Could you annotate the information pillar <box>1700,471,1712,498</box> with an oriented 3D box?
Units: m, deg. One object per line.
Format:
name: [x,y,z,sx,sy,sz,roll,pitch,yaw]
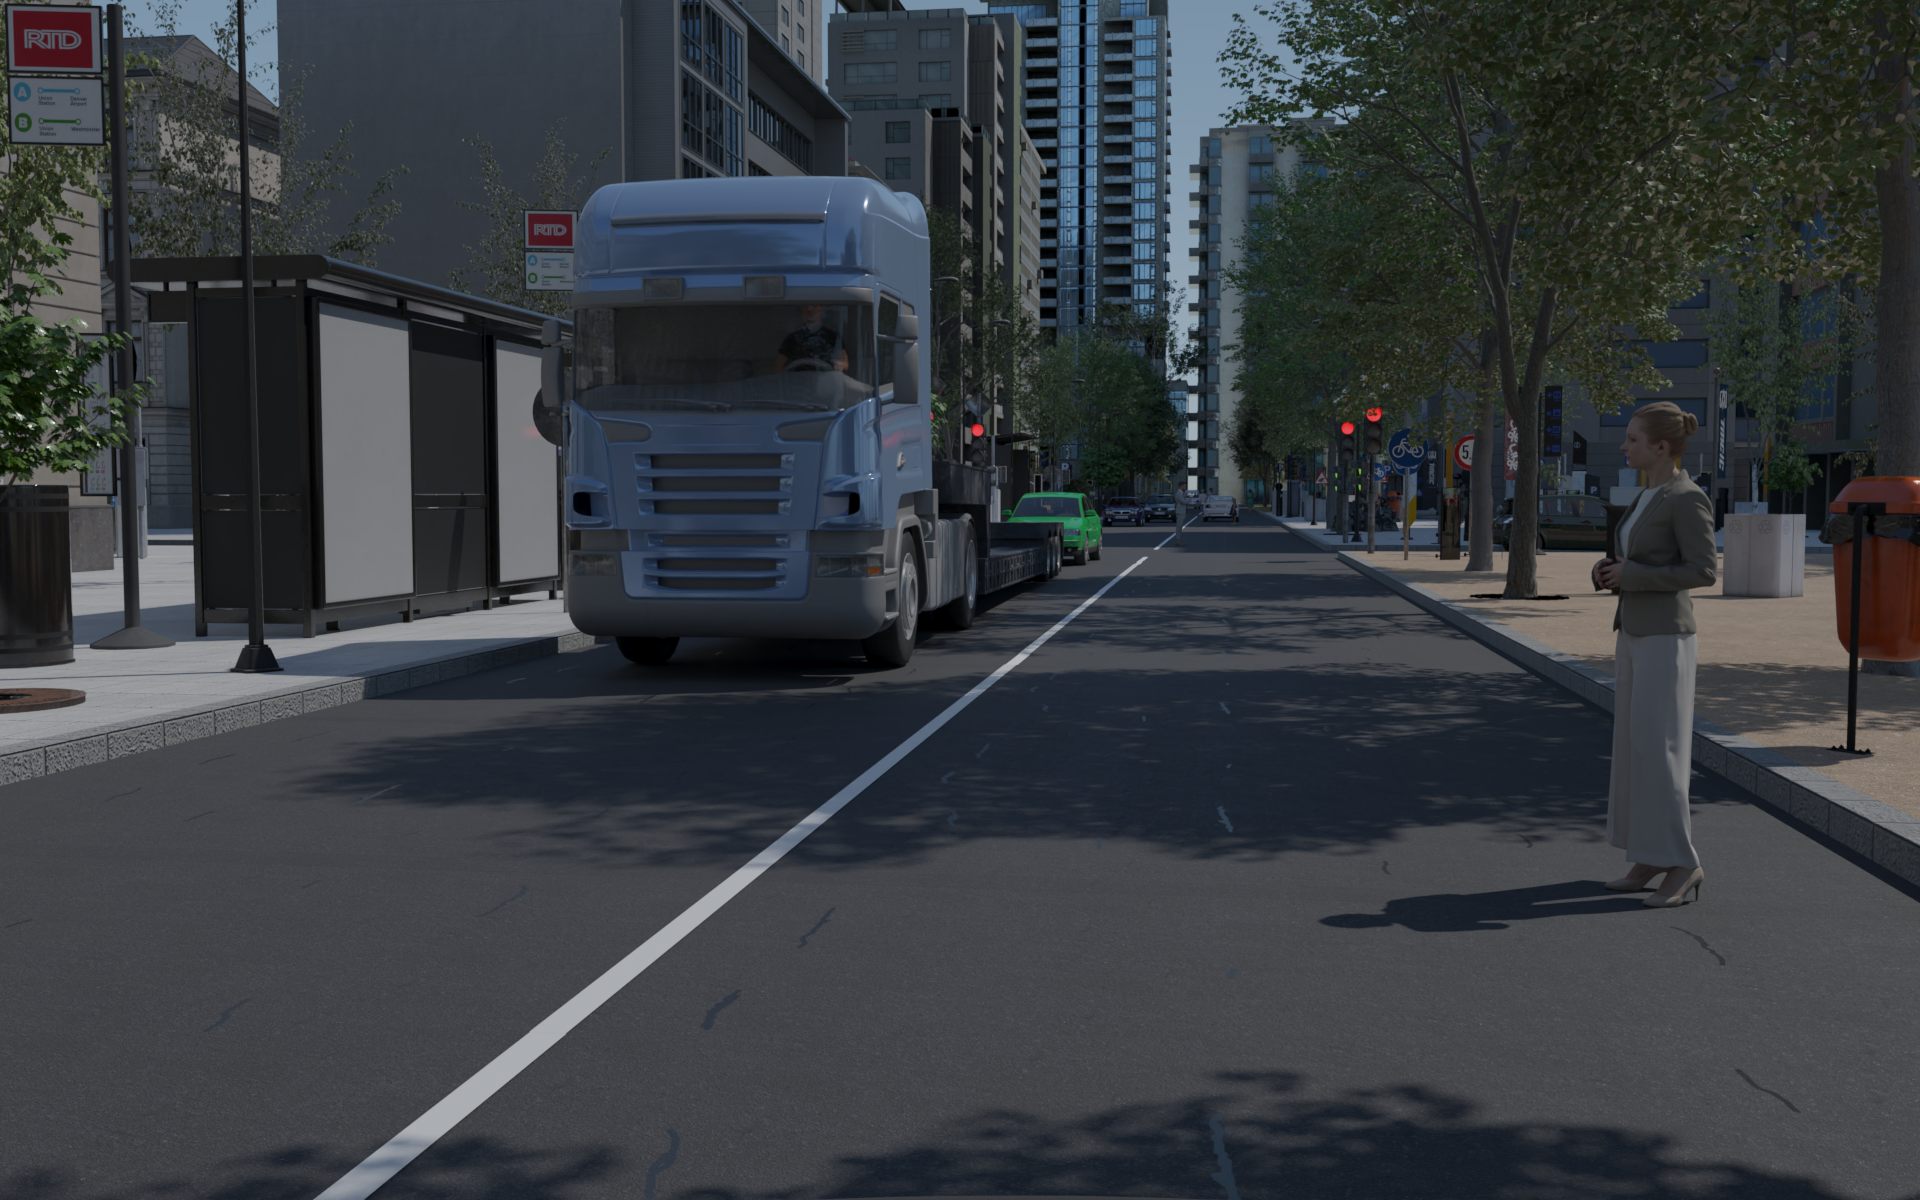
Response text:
information pillar: [24.293,-3.178,56.454,0.304,2.012,0.304,3,5,42]

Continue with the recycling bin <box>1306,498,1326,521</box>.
recycling bin: [16.821,-4.237,81.835,0.722,1.027,0.722,2,4,34]

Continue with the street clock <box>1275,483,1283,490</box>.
street clock: [20.572,-6.555,111.749,0.471,2.002,0.358,-2,4,-23]

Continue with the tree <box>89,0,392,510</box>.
tree: [-10.443,-4.557,24.874,4.360,8.622,3.978,0,3,0]

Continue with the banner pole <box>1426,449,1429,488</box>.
banner pole: [23.189,-5.782,84.551,0.863,3.779,0.401,1,4,13]

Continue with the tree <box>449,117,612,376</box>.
tree: [-8.530,-5.151,34.585,4.360,8.622,3.978,0,3,0]

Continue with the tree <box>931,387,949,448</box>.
tree: [-1.872,-3.105,34.479,4.285,4.588,4.351,0,3,0]

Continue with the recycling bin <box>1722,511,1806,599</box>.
recycling bin: [10.074,-0.560,21.708,0.722,1.027,0.722,-3,4,-39]

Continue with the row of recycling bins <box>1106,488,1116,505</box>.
row of recycling bins: [9.467,-6.453,112.617,1.069,1.692,3.534,0,4,-5]

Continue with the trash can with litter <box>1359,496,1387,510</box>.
trash can with litter: [15.463,-3.304,65.408,1.055,1.170,0.624,2,4,33]

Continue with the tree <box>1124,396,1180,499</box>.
tree: [19.515,-16.072,180.910,7.486,12.596,7.792,0,3,0]

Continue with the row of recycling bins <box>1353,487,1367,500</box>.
row of recycling bins: [21.489,-5.293,93.652,1.069,1.692,3.534,1,4,10]

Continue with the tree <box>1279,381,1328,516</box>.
tree: [20.361,-9.291,102.267,4.737,8.622,4.395,0,3,0]

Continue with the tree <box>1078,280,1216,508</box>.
tree: [17.466,-18.058,151.142,12.611,20.169,13.585,0,3,0]

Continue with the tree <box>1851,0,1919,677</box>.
tree: [6.274,-5.746,12.071,7.486,12.596,7.792,0,3,0]

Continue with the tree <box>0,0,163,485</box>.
tree: [-10.963,-4.206,19.125,4.737,8.622,4.395,0,3,0]

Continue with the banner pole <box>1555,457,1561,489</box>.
banner pole: [26.457,-5.298,76.634,0.401,3.779,0.863,3,4,36]

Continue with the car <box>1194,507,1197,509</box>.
car: [22.726,-9.818,172.884,2.083,1.381,4.827,0,4,7]

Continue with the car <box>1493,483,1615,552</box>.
car: [14.278,-1.823,39.593,4.222,1.686,2.009,1,4,9]

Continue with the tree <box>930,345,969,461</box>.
tree: [-1.696,-8.181,84.128,4.737,8.622,4.395,0,3,0]

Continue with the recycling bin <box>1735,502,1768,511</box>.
recycling bin: [24.674,-2.537,54.033,0.722,1.027,0.722,-3,4,-38]

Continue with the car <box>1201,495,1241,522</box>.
car: [13.710,-4.810,91.005,2.083,1.381,4.827,1,4,8]

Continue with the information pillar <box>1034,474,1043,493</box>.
information pillar: [2.885,-3.637,63.955,0.304,2.012,0.304,0,4,6]

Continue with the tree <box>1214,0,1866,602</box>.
tree: [6.770,-5.808,20.710,9.928,11.665,9.643,0,3,0]

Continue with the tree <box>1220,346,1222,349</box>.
tree: [13.313,-8.897,63.600,7.486,12.596,7.792,0,3,0]

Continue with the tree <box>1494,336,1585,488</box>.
tree: [23.442,-7.409,71.505,4.737,8.622,4.395,0,3,0]

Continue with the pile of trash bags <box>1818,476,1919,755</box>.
pile of trash bags: [5.302,0.141,7.454,1.912,1.369,3.447,-2,4,-28]

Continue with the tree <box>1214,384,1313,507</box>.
tree: [30.451,-16.064,173.009,12.009,13.543,11.850,0,3,0]

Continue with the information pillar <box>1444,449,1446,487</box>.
information pillar: [25.245,-6.020,89.788,0.504,3.616,0.183,-3,5,-44]

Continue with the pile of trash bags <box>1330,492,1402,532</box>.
pile of trash bags: [14.341,-3.067,59.903,1.912,1.369,3.447,3,5,41]

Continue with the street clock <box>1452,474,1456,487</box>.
street clock: [17.346,-3.417,60.444,0.471,2.002,0.358,1,4,21]

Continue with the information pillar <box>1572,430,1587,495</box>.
information pillar: [22.468,-4.375,62.883,0.504,3.616,0.183,1,4,23]

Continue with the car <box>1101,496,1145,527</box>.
car: [7.299,-3.952,77.191,1.945,1.354,3.894,1,4,8]

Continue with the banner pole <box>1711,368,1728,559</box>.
banner pole: [15.136,-2.724,34.550,0.401,3.779,0.863,3,5,43]

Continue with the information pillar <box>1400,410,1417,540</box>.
information pillar: [12.621,-3.501,48.601,0.504,3.616,0.183,-3,4,-36]

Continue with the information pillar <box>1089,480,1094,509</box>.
information pillar: [6.751,-5.196,89.443,0.304,2.012,0.304,1,4,22]

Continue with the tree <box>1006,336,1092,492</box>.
tree: [4.302,-8.018,81.453,4.737,8.622,4.395,0,3,0]

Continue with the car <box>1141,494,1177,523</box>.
car: [10.216,-4.787,88.052,2.009,1.686,4.222,1,4,9]

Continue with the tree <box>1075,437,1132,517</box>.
tree: [8.193,-7.044,98.876,4.285,4.588,4.351,0,3,0]

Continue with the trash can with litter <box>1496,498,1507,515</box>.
trash can with litter: [21.368,-3.455,67.881,0.624,1.170,1.055,-1,4,-20]

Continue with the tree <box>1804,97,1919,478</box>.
tree: [16.663,-4.831,29.344,4.360,8.622,3.978,0,3,0]

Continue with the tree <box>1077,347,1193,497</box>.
tree: [13.483,-13.366,135.546,9.611,12.733,9.660,0,3,0]

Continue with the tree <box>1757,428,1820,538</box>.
tree: [24.600,-3.466,51.267,1.663,3.219,1.824,0,3,0]

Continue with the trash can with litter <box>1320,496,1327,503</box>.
trash can with litter: [20.589,-5.386,99.449,1.055,1.170,0.624,-1,4,-18]

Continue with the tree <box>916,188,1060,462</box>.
tree: [-0.335,-7.245,52.873,8.767,10.594,7.601,-3,5,-43]

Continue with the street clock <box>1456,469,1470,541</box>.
street clock: [13.855,-2.604,47.148,0.471,2.002,0.358,-3,5,-43]

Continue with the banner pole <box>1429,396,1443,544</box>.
banner pole: [12.346,-3.333,44.511,0.401,3.779,0.863,1,4,16]

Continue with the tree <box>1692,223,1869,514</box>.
tree: [21.140,-5.823,45.561,4.737,8.622,4.395,0,3,0]

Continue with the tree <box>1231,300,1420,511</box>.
tree: [17.107,-8.787,78.088,7.601,10.594,8.767,0,4,-4]

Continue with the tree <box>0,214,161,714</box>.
tree: [-5.819,-0.960,10.291,1.663,3.219,1.824,0,3,0]
